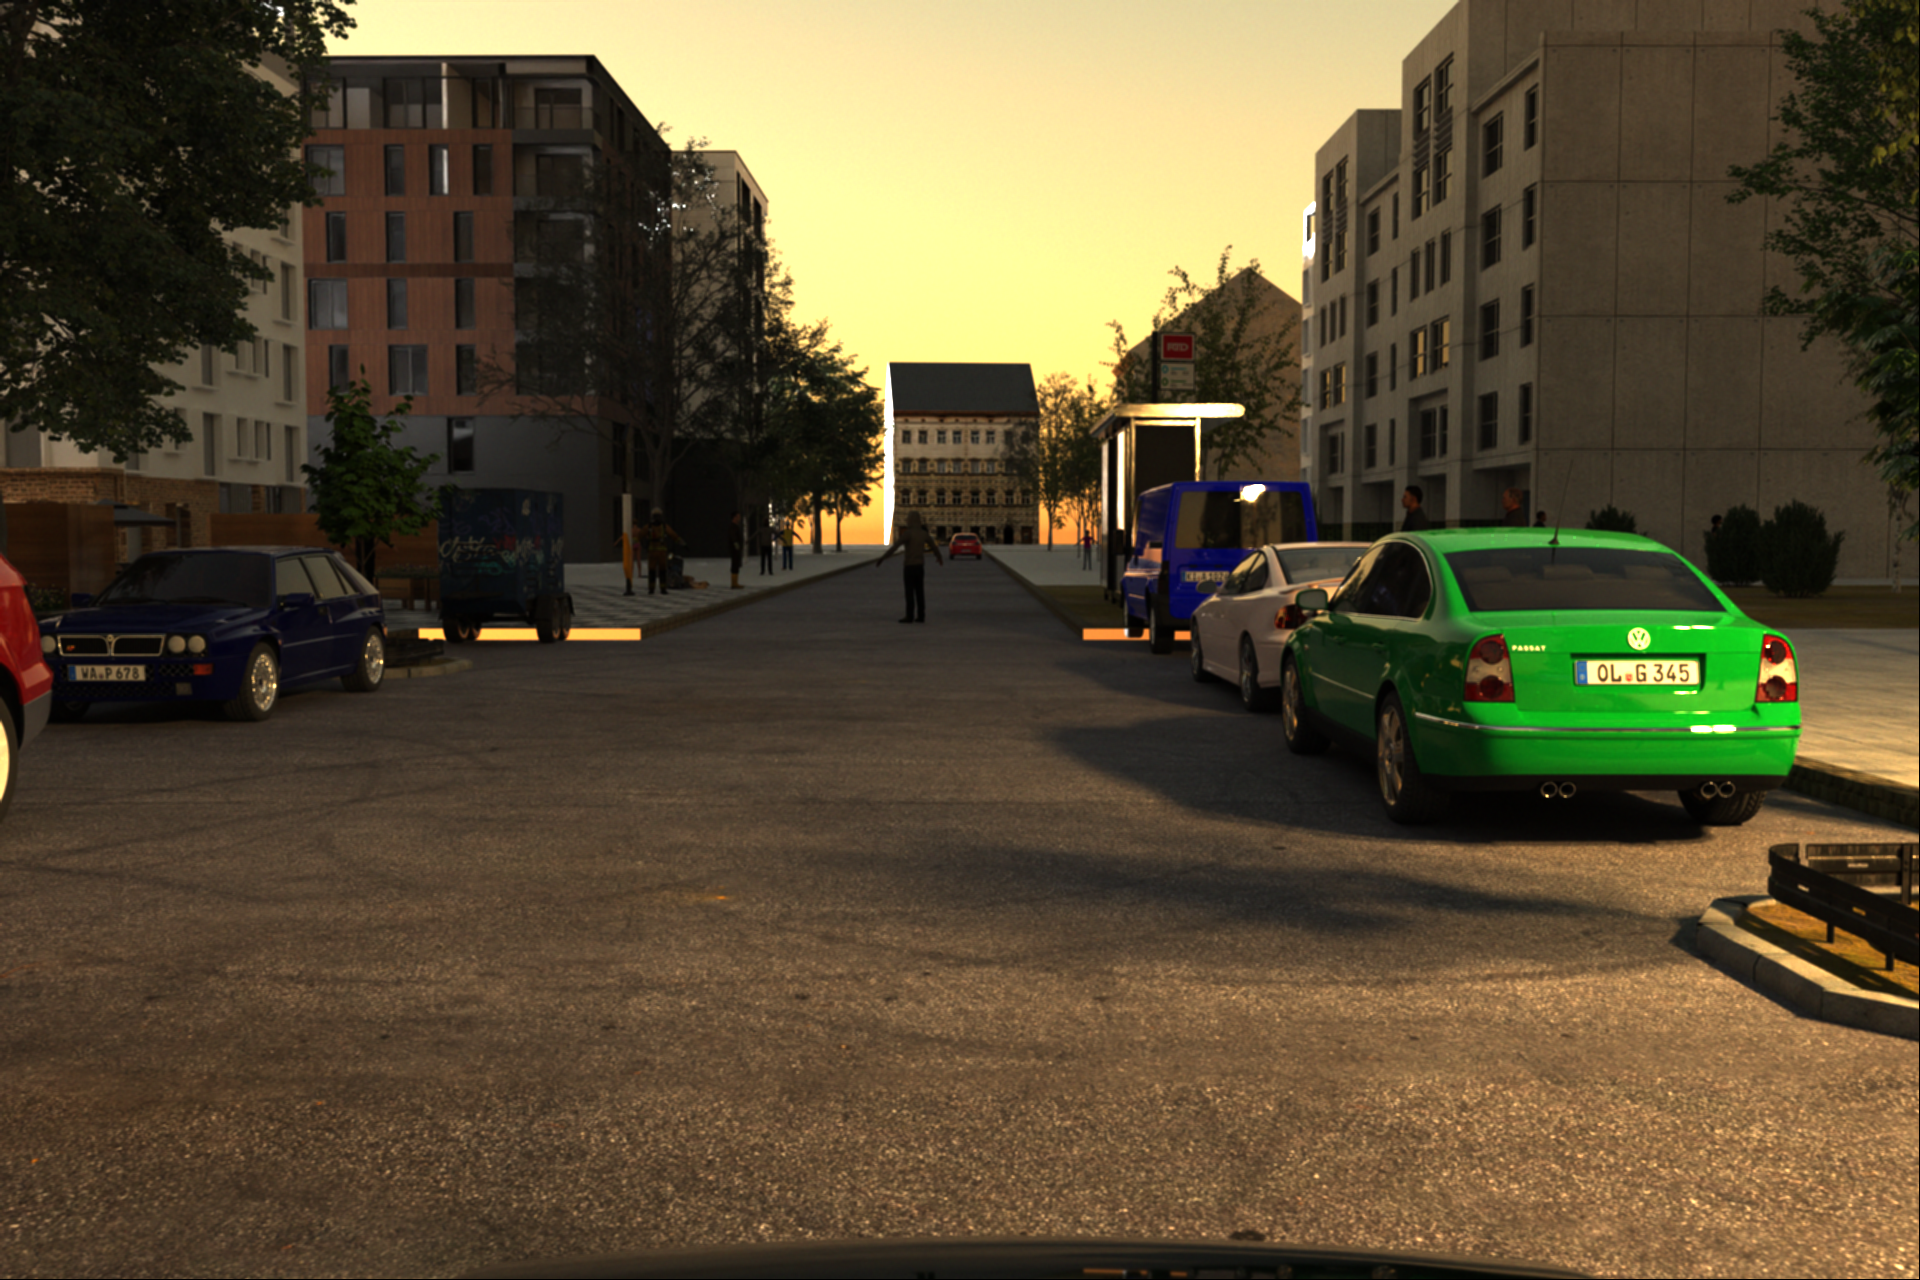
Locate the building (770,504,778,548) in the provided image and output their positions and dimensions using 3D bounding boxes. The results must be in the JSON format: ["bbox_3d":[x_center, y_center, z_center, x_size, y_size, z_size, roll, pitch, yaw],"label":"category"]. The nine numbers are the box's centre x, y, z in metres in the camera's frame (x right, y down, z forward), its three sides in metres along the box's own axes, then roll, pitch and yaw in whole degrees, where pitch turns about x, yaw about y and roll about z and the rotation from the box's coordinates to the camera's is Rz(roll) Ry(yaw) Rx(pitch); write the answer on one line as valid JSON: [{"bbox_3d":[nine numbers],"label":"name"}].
[{"bbox_3d":[-22.282,-13.910,169.570,9.099,9.664,28.070,0,4,0],"label":"building"}]

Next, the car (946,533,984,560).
[{"bbox_3d":[0.297,-5.463,98.362,2.155,1.783,4.494,0,4,-1],"label":"car"}]

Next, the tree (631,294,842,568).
[{"bbox_3d":[-8.545,-8.042,65.899,8.767,10.594,7.601,0,4,2],"label":"tree"}]

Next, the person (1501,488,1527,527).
[{"bbox_3d":[6.301,-0.837,19.865,0.705,1.807,1.348,1,4,22],"label":"person"}]

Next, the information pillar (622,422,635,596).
[{"bbox_3d":[-6.897,-2.724,35.892,0.183,3.616,0.504,0,4,1],"label":"information pillar"}]

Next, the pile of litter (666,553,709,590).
[{"bbox_3d":[-6.491,-1.644,40.848,1.176,0.858,1.719,0,4,-1],"label":"pile of litter"}]

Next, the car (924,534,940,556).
[{"bbox_3d":[-2.331,-6.398,114.835,2.015,1.641,3.980,0,4,1],"label":"car"}]

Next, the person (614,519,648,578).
[{"bbox_3d":[-9.565,-2.697,50.893,1.217,1.733,0.721,-2,4,-27],"label":"person"}]

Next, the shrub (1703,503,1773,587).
[{"bbox_3d":[18.963,-2.330,42.140,1.661,2.075,1.752,0,3,0],"label":"shrub"}]

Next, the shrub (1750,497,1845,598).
[{"bbox_3d":[16.874,-1.865,34.915,1.690,2.028,1.600,0,3,0],"label":"shrub"}]

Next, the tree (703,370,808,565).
[{"bbox_3d":[-9.238,-7.493,72.866,4.360,8.622,3.978,0,3,0],"label":"tree"}]

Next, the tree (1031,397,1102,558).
[{"bbox_3d":[6.506,-8.699,92.591,4.360,8.622,3.978,0,3,0],"label":"tree"}]

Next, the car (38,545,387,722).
[{"bbox_3d":[-6.169,-0.114,14.443,1.945,1.354,3.894,0,4,0],"label":"car"}]

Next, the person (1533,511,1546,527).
[{"bbox_3d":[13.224,-2.028,39.390,0.704,1.802,1.346,0,4,-5],"label":"person"}]

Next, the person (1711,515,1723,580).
[{"bbox_3d":[21.326,-2.604,48.722,0.704,1.843,1.345,2,4,30],"label":"person"}]

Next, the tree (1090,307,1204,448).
[{"bbox_3d":[6.103,-6.530,57.130,4.737,8.622,4.395,0,3,0],"label":"tree"}]

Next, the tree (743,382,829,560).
[{"bbox_3d":[-8.799,-8.202,84.461,4.737,8.622,4.395,0,3,0],"label":"tree"}]

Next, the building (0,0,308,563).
[{"bbox_3d":[-28.387,-11.779,49.000,16.016,20.090,11.380,0,4,-1],"label":"building"}]

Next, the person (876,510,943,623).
[{"bbox_3d":[-0.762,-1.187,28.000,1.348,1.813,0.705,-3,5,-40],"label":"person"}]

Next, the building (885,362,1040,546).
[{"bbox_3d":[-0.080,-23.685,220.631,18.063,23.208,19.493,0,4,-5],"label":"building"}]

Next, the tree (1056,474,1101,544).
[{"bbox_3d":[16.428,-18.664,215.523,12.009,13.543,11.850,0,3,0],"label":"tree"}]

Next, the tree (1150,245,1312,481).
[{"bbox_3d":[6.802,-5.804,45.254,4.737,8.622,4.395,0,3,0],"label":"tree"}]

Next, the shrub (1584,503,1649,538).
[{"bbox_3d":[15.352,-2.227,40.835,1.690,2.028,1.600,0,3,0],"label":"shrub"}]

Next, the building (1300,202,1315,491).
[{"bbox_3d":[24.724,-14.814,98.636,16.016,20.090,11.380,0,4,0],"label":"building"}]

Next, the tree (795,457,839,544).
[{"bbox_3d":[-18.794,-17.860,217.763,9.928,11.665,9.643,0,3,0],"label":"tree"}]

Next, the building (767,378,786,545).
[{"bbox_3d":[-25.362,-20.349,189.132,16.016,20.090,11.380,0,4,0],"label":"building"}]

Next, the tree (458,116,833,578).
[{"bbox_3d":[-8.862,-8.583,50.709,12.009,13.543,11.850,0,3,0],"label":"tree"}]

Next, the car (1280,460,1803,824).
[{"bbox_3d":[3.020,-0.069,9.922,1.959,1.807,4.718,0,4,0],"label":"car"}]

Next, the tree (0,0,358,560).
[{"bbox_3d":[-12.301,-7.019,21.417,9.857,13.997,8.962,0,3,0],"label":"tree"}]

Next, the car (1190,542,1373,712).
[{"bbox_3d":[3.209,-0.182,15.333,2.083,1.381,4.827,0,4,-1],"label":"car"}]

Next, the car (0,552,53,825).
[{"bbox_3d":[-5.486,0.141,6.367,2.281,1.827,5.304,0,4,0],"label":"car"}]

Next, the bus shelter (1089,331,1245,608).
[{"bbox_3d":[3.587,-3.332,32.115,2.179,5.291,8.768,0,4,1],"label":"bus shelter"}]

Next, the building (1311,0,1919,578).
[{"bbox_3d":[24.873,-12.154,65.174,16.747,18.905,31.486,0,3,0],"label":"building"}]

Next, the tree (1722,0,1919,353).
[{"bbox_3d":[16.551,-6.232,27.656,9.928,11.665,9.643,0,3,0],"label":"tree"}]

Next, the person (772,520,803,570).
[{"bbox_3d":[-6.193,-3.395,61.978,1.216,1.772,0.721,-1,4,-21],"label":"person"}]

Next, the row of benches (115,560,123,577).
[{"bbox_3d":[-21.287,-1.600,41.617,1.422,0.672,4.104,0,4,-2],"label":"row of benches"}]

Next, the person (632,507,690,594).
[{"bbox_3d":[-6.455,-1.906,36.928,1.354,1.858,0.705,-1,4,-13],"label":"person"}]

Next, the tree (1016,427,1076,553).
[{"bbox_3d":[6.119,-10.282,118.478,4.737,8.622,4.395,0,3,0],"label":"tree"}]

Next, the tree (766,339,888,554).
[{"bbox_3d":[-9.433,-12.612,112.859,9.857,13.997,8.962,0,3,0],"label":"tree"}]

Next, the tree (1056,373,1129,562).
[{"bbox_3d":[6.670,-7.944,80.240,4.737,8.622,4.395,0,3,0],"label":"tree"}]

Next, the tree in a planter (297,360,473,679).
[{"bbox_3d":[-6.224,-1.270,17.994,1.991,3.239,1.994,0,4,1],"label":"tree in a planter"}]

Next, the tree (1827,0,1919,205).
[{"bbox_3d":[9.667,-3.965,15.184,4.737,8.622,4.395,0,3,0],"label":"tree"}]

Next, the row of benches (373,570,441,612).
[{"bbox_3d":[-8.325,-0.807,28.656,4.104,0.672,1.422,3,4,38],"label":"row of benches"}]

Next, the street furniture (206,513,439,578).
[{"bbox_3d":[-13.450,-1.998,39.518,11.010,1.723,9.812,-2,4,-26],"label":"street furniture"}]

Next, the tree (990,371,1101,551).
[{"bbox_3d":[6.850,-13.385,129.215,12.009,13.543,11.850,0,3,0],"label":"tree"}]

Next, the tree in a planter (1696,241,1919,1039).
[{"bbox_3d":[3.537,-0.506,5.502,1.991,3.239,1.994,0,4,0],"label":"tree in a planter"}]

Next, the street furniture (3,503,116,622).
[{"bbox_3d":[-16.936,-1.149,25.638,9.812,1.723,11.010,0,4,-7],"label":"street furniture"}]

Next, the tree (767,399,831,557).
[{"bbox_3d":[-9.288,-8.830,94.730,4.360,8.622,3.978,0,3,0],"label":"tree"}]

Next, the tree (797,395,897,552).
[{"bbox_3d":[-8.525,-12.078,123.235,9.928,11.665,9.643,0,3,0],"label":"tree"}]

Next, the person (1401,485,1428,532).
[{"bbox_3d":[4.993,-0.805,19.228,0.705,1.821,1.348,1,4,10],"label":"person"}]

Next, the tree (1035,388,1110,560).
[{"bbox_3d":[6.486,-8.356,86.989,4.360,8.622,3.978,0,3,0],"label":"tree"}]

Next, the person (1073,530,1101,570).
[{"bbox_3d":[4.561,-3.229,62.056,0.991,1.433,0.599,0,4,-1],"label":"person"}]

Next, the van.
[{"bbox_3d":[3.218,-1.096,22.305,2.240,2.365,5.245,0,4,0],"label":"van"}]

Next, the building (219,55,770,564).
[{"bbox_3d":[-25.896,-15.089,90.683,27.936,21.610,32.646,0,4,1],"label":"building"}]

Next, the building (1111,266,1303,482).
[{"bbox_3d":[23.718,-19.624,151.778,19.493,23.208,18.063,0,4,0],"label":"building"}]

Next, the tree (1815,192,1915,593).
[{"bbox_3d":[20.278,-5.343,37.720,4.360,8.622,3.978,0,3,0],"label":"tree"}]

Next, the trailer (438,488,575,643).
[{"bbox_3d":[-6.019,-0.935,22.335,1.471,1.999,3.904,0,4,0],"label":"trailer"}]

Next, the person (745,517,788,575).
[{"bbox_3d":[-6.097,-2.962,54.550,1.348,1.813,0.705,0,4,-5],"label":"person"}]

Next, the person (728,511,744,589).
[{"bbox_3d":[-5.258,-2.120,40.796,0.704,1.812,1.346,0,4,-3],"label":"person"}]

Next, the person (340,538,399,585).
[{"bbox_3d":[-11.565,-1.701,33.745,1.347,1.837,0.705,1,4,19],"label":"person"}]
